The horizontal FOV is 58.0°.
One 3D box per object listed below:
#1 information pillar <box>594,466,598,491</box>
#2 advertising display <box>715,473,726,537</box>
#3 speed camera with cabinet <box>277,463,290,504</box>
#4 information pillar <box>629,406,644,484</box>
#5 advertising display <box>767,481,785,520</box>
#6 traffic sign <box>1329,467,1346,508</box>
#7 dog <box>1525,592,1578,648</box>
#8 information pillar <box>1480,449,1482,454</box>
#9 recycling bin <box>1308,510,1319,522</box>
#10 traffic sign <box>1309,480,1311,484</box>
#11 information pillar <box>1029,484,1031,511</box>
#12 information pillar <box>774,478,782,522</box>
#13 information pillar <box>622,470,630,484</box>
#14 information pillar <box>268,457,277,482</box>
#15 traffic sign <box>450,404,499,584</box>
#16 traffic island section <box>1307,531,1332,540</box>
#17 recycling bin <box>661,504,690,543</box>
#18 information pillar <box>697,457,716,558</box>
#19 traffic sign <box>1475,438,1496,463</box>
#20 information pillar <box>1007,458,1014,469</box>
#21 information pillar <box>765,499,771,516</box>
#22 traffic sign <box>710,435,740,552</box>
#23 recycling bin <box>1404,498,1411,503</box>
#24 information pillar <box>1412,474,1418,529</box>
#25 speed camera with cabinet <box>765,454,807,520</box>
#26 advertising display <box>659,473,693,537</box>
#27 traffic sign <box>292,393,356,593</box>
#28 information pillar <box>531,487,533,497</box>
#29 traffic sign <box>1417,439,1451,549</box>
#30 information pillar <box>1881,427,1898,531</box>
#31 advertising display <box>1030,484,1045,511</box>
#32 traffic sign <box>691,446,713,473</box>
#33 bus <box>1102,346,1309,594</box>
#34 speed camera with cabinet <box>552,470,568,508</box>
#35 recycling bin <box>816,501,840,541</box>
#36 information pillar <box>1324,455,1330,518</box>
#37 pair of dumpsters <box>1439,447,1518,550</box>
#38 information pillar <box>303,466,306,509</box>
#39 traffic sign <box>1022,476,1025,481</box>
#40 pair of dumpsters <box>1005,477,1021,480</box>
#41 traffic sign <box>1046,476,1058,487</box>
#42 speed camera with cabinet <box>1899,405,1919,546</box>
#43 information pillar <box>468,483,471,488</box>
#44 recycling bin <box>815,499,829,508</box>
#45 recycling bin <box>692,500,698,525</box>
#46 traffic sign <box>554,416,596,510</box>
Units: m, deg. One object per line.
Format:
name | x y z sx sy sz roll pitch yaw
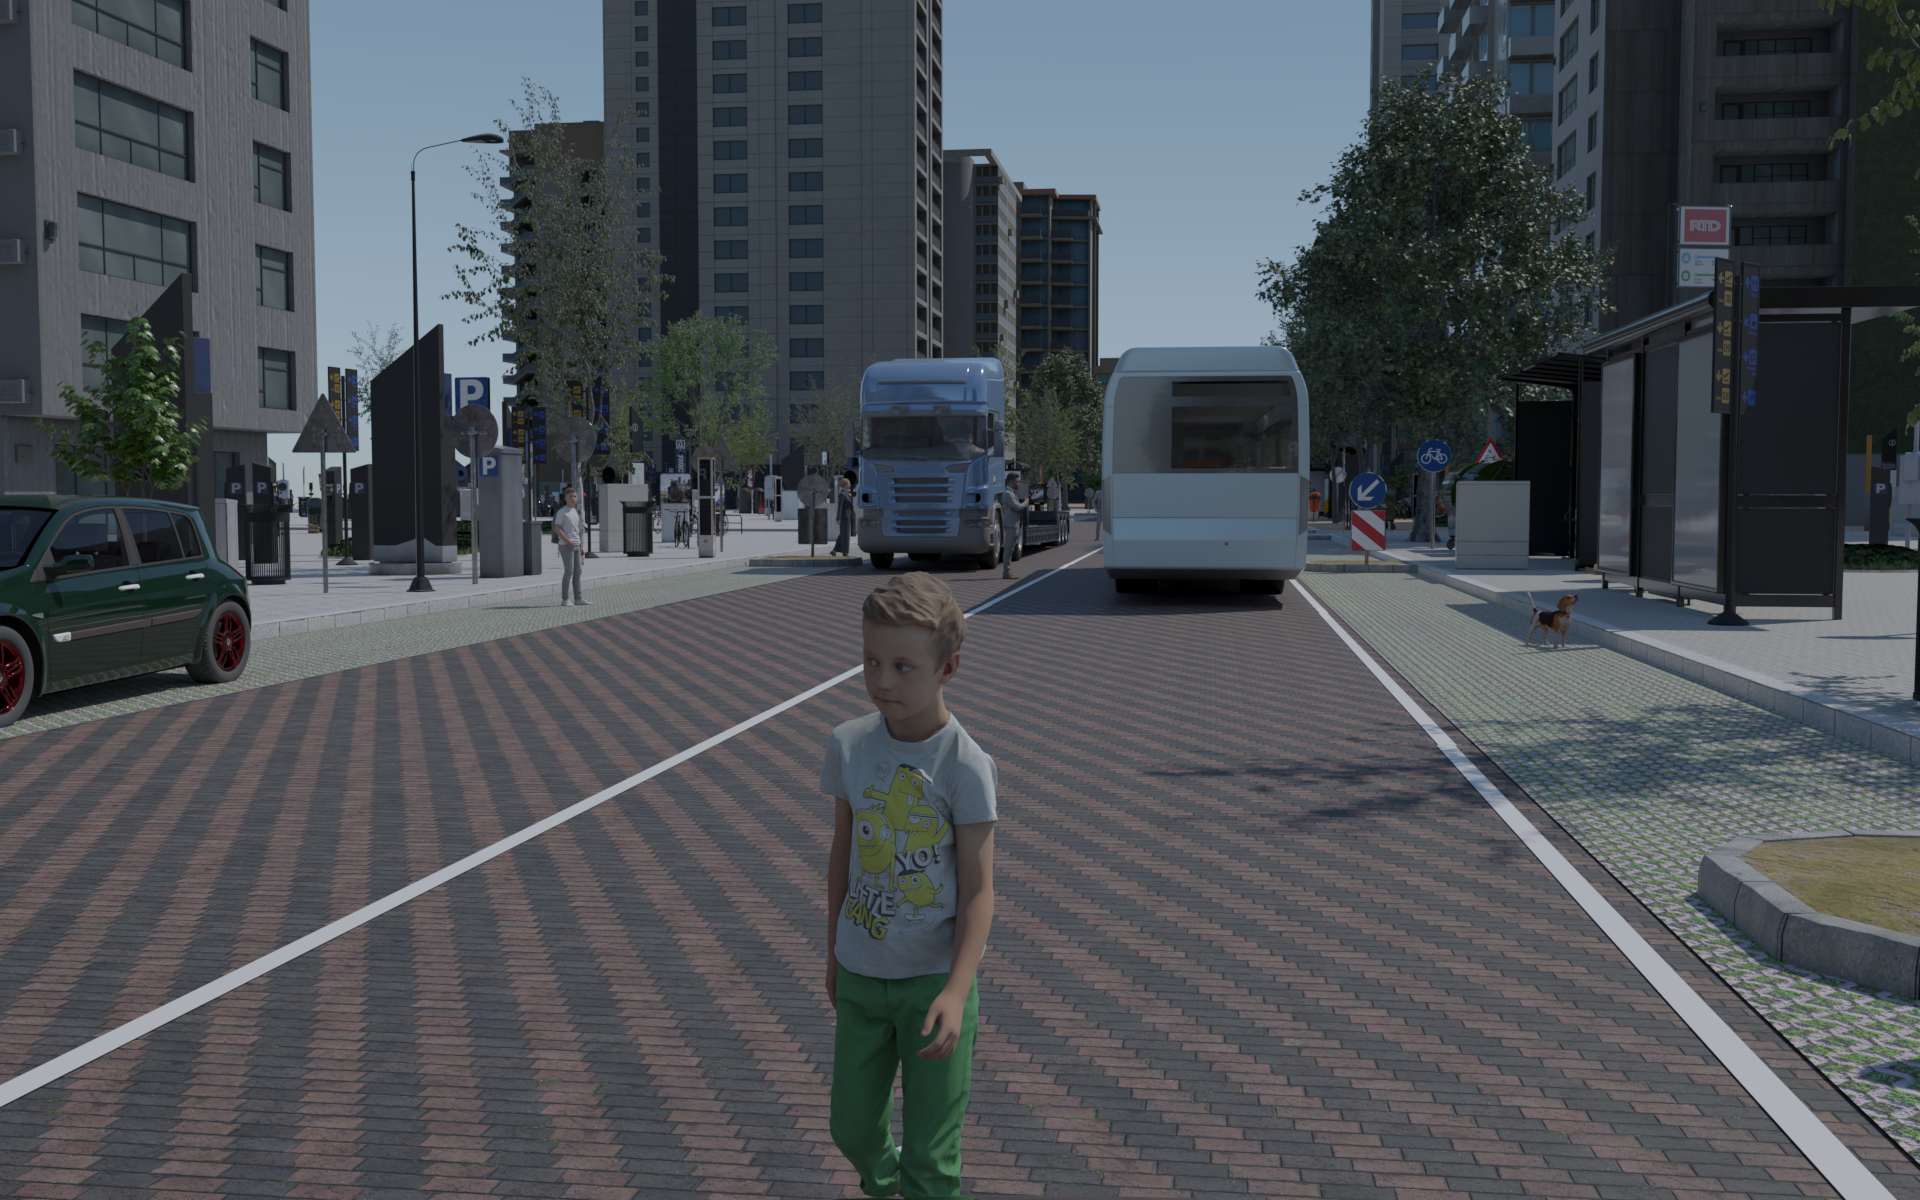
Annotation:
information pillar | -29.954 -9.247 142.542 0.183 3.616 0.504 -3 5 -43
advertising display | -7.385 -2.870 52.135 0.123 1.923 0.974 2 4 27
speed camera with cabinet | -43.546 -7.049 109.580 2.038 3.252 0.660 -1 4 -12
information pillar | -8.658 -3.364 46.364 0.183 3.616 0.504 2 4 30
advertising display | -9.264 -5.016 87.224 0.974 1.923 0.123 1 4 17
traffic sign | 17.605 -4.933 80.760 0.768 2.556 0.104 1 4 13
dog | 5.520 0.190 16.174 0.540 0.507 0.406 2 4 30
information pillar | 23.679 -5.319 78.315 0.183 3.616 0.504 -3 5 -45
recycling bin | 16.355 -4.210 81.380 0.722 1.027 0.722 -2 4 -27
traffic sign | 18.750 -5.788 94.645 0.884 2.594 0.081 1 4 10
information pillar | 4.939 -7.339 124.488 0.304 2.012 0.304 0 4 -6
information pillar | -8.415 -4.619 80.017 0.304 2.012 0.304 -1 4 -19
information pillar | -10.307 -3.024 53.936 0.304 2.012 0.304 2 4 31
information pillar | -42.732 -7.113 107.644 0.504 3.616 0.183 -2 4 -29
traffic sign | -6.901 -1.496 24.574 0.768 2.556 0.104 1 4 15
traffic island section | 10.687 -2.000 54.979 2.009 0.180 2.903 1 4 8
recycling bin | -7.592 -2.054 46.130 0.722 1.027 0.722 -1 4 -11
information pillar | -5.092 -1.854 34.810 0.304 2.012 0.304 0 4 2
traffic sign | 12.281 -2.456 40.154 0.884 2.594 0.081 1 4 14
information pillar | 3.279 -7.342 111.403 0.504 3.616 0.183 -2 4 -27
information pillar | -11.348 -5.972 102.139 0.304 2.012 0.304 -1 4 -16
traffic sign | -5.279 -2.342 38.290 0.884 2.594 0.081 1 4 16
recycling bin | 29.776 -6.343 116.257 0.722 1.027 0.722 -1 4 -12
information pillar | 16.489 -3.532 62.247 0.304 2.012 0.304 -2 4 -29
speed camera with cabinet | -8.731 -5.618 86.197 2.038 3.252 0.660 2 4 31
advertising display | -8.506 -2.853 51.861 0.974 1.923 0.123 0 4 -3
traffic sign | -8.222 -1.369 22.382 0.884 2.594 0.081 1 4 9
information pillar | -31.629 -7.513 127.322 0.304 2.012 0.304 3 5 42
traffic sign | 11.031 -2.461 40.346 0.768 2.556 0.104 1 4 16
information pillar | 32.422 -4.226 60.450 0.504 3.616 0.183 2 4 32
advertising display | 4.791 -6.232 107.107 0.974 1.923 0.123 2 4 31
traffic sign | -6.760 -2.802 45.915 0.768 2.556 0.104 1 4 8
bus | 3.846 -2.038 28.187 2.948 3.499 13.247 0 4 7
speed camera with cabinet | -32.277 -8.922 140.208 0.660 3.252 2.038 1 4 15
recycling bin | -3.417 -2.122 47.245 0.722 1.027 0.722 1 4 10
information pillar | 20.116 -6.302 94.391 0.504 3.616 0.183 2 4 28
pair of dumpsters | 11.566 -2.161 37.823 1.574 2.255 4.437 0 4 8
information pillar | -55.173 -9.441 145.721 0.183 3.616 0.504 -1 4 -13
traffic sign | 3.780 -6.630 108.411 0.884 2.594 0.081 1 4 17
pair of dumpsters | 2.468 -5.325 89.550 1.574 2.255 4.437 1 4 8
traffic sign | 6.674 -7.680 125.577 0.884 2.594 0.081 1 4 18
speed camera with cabinet | 21.609 -2.661 37.838 0.660 3.252 2.038 -1 4 -22
information pillar | -33.831 -7.060 119.928 0.304 2.012 0.304 3 4 38
recycling bin | -7.502 -4.946 93.417 0.722 1.027 0.722 1 4 22
recycling bin | -11.407 -3.720 73.371 0.722 1.027 0.722 1 4 18
traffic sign | -6.304 -1.725 28.314 0.768 2.556 0.104 1 4 16
